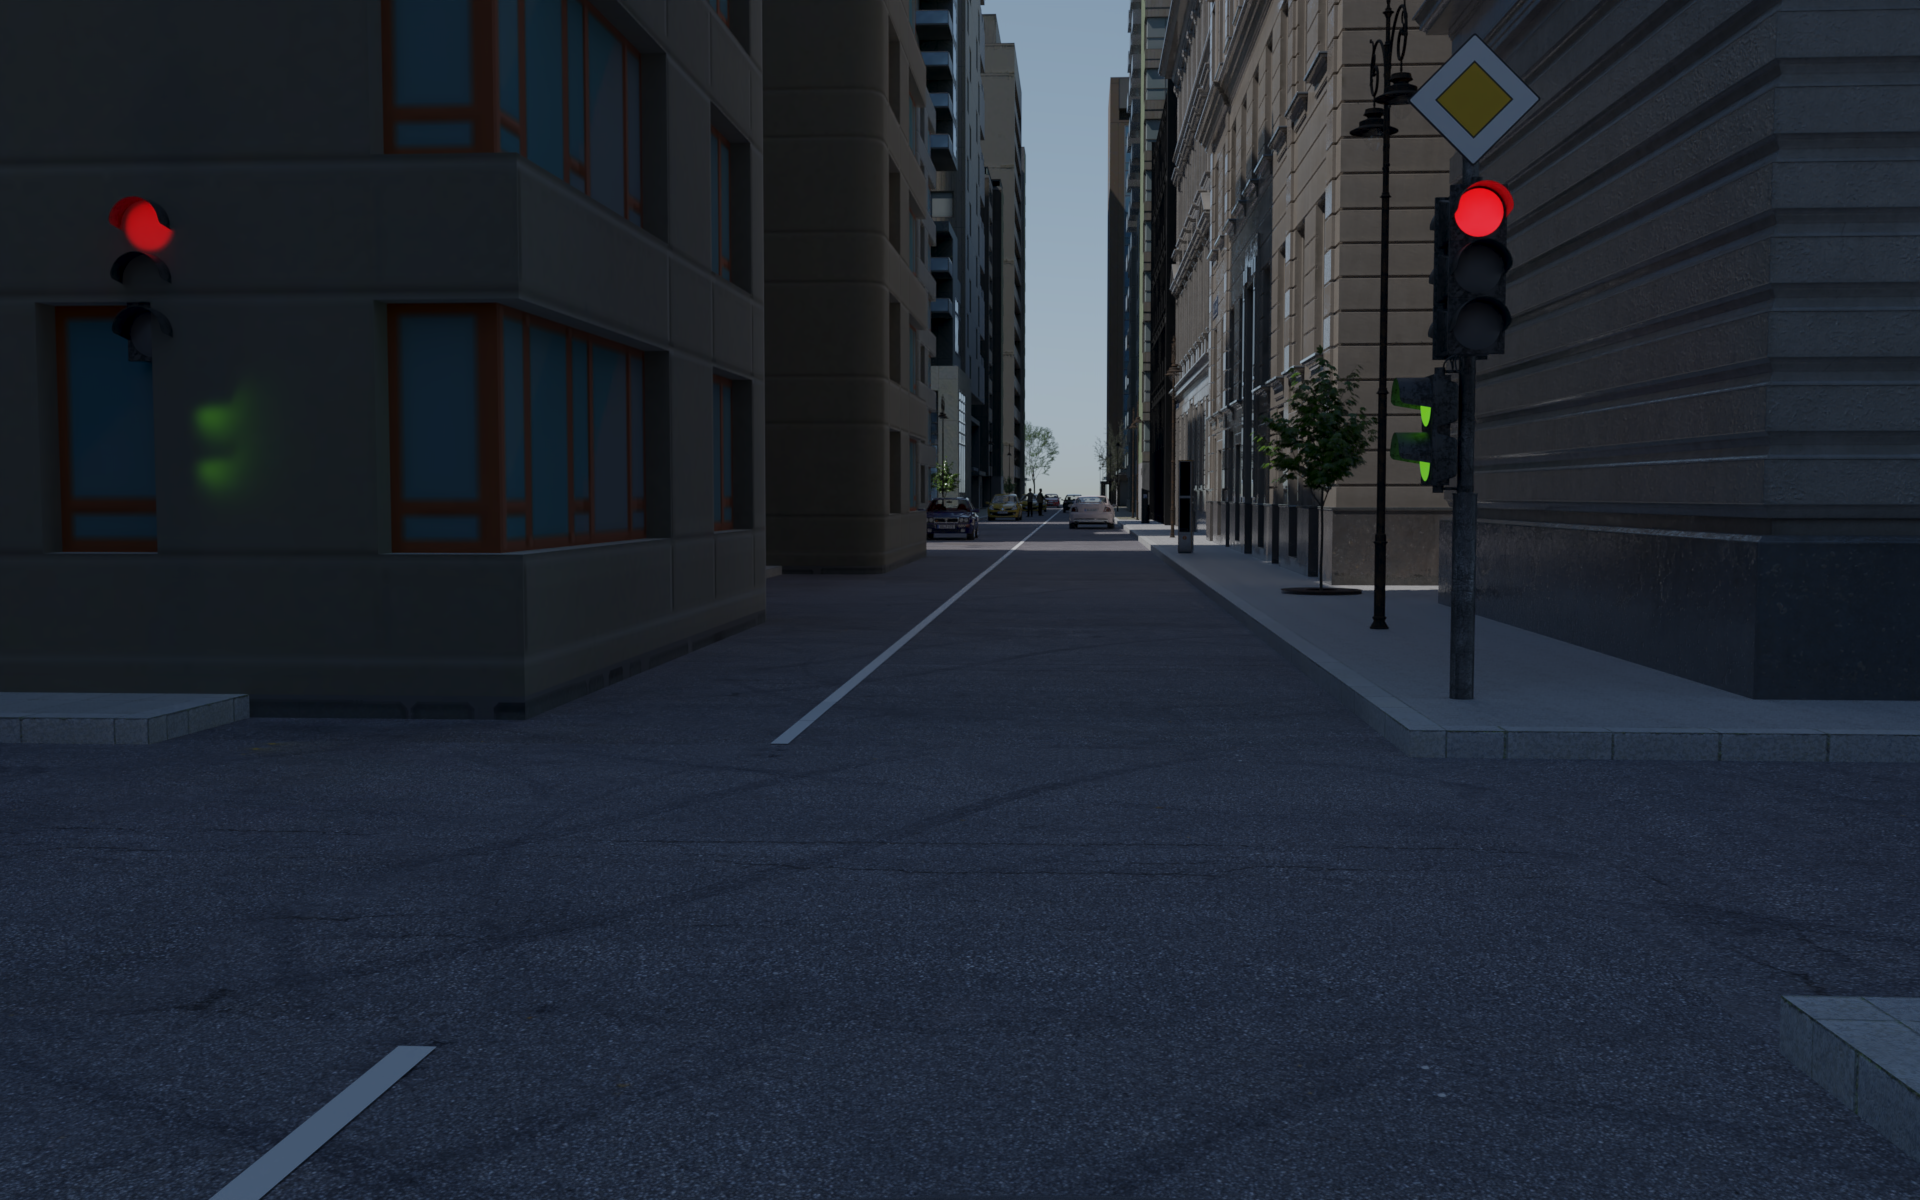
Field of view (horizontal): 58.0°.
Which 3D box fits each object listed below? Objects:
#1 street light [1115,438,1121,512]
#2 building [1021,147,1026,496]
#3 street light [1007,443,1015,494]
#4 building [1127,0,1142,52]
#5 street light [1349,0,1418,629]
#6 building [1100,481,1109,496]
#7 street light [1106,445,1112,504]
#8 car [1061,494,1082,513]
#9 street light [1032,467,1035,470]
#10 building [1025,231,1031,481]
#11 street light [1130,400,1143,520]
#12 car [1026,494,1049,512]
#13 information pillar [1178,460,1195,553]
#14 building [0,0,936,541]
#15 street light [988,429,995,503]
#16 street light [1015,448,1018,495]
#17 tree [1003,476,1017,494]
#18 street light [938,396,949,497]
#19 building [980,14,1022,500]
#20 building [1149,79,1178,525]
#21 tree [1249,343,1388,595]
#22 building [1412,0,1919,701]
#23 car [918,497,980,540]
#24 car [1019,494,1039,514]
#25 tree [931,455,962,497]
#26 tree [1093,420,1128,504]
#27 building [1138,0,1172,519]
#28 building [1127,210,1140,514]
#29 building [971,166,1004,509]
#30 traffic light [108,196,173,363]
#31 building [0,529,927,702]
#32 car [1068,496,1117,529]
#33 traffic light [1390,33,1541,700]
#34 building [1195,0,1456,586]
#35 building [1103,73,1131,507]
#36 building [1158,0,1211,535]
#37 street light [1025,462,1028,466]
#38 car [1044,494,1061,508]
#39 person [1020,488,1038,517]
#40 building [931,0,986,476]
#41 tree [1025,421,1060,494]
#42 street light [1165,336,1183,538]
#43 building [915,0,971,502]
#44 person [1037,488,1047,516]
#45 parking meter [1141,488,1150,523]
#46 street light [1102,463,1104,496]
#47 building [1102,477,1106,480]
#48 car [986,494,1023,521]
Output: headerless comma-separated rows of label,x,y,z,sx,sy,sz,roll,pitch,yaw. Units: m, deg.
street light,11.572,-9.432,127.008,0.468,5.910,1.993,0,4,4
building,0.283,-31.496,198.546,14.154,41.232,14.086,0,4,4
street light,4.493,-11.305,157.626,0.468,5.910,1.993,0,4,4
building,25.276,-32.129,144.919,23.786,49.044,30.456,0,4,4
street light,3.991,-2.662,16.310,0.468,5.910,1.993,0,4,4
building,35.006,-33.008,231.563,32.217,40.220,23.993,0,4,4
street light,14.031,-11.539,161.444,0.468,5.910,1.993,0,4,4
car,8.806,-7.588,133.851,2.009,1.686,4.222,0,4,4
street light,10.258,-16.371,240.445,0.468,5.910,1.993,0,4,4
building,-2.951,-36.817,221.573,23.786,49.044,30.456,0,4,4
street light,8.737,-6.870,85.113,0.468,5.910,1.993,0,4,4
car,6.107,-7.877,139.013,2.015,1.641,3.980,0,4,2
information pillar,4.901,-2.022,37.546,0.304,2.012,0.304,1,4,17
building,-15.879,-13.462,65.150,27.650,21.520,28.899,0,4,4
street light,2.183,-9.194,123.106,0.468,5.910,1.993,0,4,4
street light,5.518,-12.170,171.769,0.468,5.910,1.993,0,4,4
tree,4.611,-10.230,161.859,1.663,3.219,1.824,0,3,0
street light,-0.791,-6.581,80.379,0.468,5.910,1.993,0,4,4
building,-4.605,-34.055,180.505,21.300,48.544,21.600,0,4,4
building,15.032,-15.154,77.452,12.332,23.373,15.834,0,4,4
tree,4.544,-1.697,22.355,1.663,3.219,1.824,0,3,0
building,14.499,-11.336,14.223,19.941,23.489,11.050,0,4,4
car,-0.327,-2.615,55.336,1.945,1.354,3.894,0,4,3
car,5.174,-7.253,128.804,2.015,1.641,3.980,0,4,3
tree,-0.693,-5.576,85.773,1.663,3.219,1.824,0,3,0
tree,15.308,-13.505,171.165,4.360,8.622,3.978,0,3,0
building,16.749,-25.070,93.490,14.154,41.232,14.086,0,4,4
building,25.427,-16.533,115.354,27.650,21.520,28.899,0,4,4
building,-3.469,-23.303,152.711,14.160,30.474,14.107,0,4,4
traffic light,-5.114,-1.369,11.307,0.839,4.253,0.868,0,4,4
building,-15.554,-11.047,25.654,27.650,21.520,28.899,0,4,4
car,5.559,-3.694,72.764,2.083,1.381,4.827,0,4,6
traffic light,3.129,-1.335,10.755,0.839,4.253,0.868,0,4,4
building,11.674,-14.550,35.159,12.463,27.353,25.104,0,4,4
building,22.548,-32.574,182.687,14.600,45.320,14.200,0,4,4
building,12.982,-13.617,58.802,11.583,22.565,21.152,0,4,4
street light,7.852,-14.268,206.073,0.468,5.910,1.993,0,4,4
car,9.357,-10.320,177.766,2.155,1.783,4.494,0,4,6
person,4.383,-6.137,108.856,1.348,1.823,0.705,2,4,34
building,-12.093,-33.175,131.649,28.713,52.752,27.495,0,4,4
tree,10.447,-19.586,245.986,9.928,11.665,9.643,0,3,0
street light,6.259,-4.774,50.841,0.468,5.910,1.993,0,4,4
building,-10.165,-48.213,100.950,22.319,86.520,31.000,0,4,4
person,5.317,-6.427,113.674,0.705,1.812,1.348,-2,4,-25
parking meter,8.122,-4.123,75.826,0.372,1.533,0.369,0,3,0
street light,14.938,-12.436,176.111,0.468,5.910,1.993,0,4,4
building,28.868,-35.772,204.478,23.786,49.044,30.456,0,4,4
car,2.445,-5.114,93.844,2.015,1.641,3.980,0,4,5
